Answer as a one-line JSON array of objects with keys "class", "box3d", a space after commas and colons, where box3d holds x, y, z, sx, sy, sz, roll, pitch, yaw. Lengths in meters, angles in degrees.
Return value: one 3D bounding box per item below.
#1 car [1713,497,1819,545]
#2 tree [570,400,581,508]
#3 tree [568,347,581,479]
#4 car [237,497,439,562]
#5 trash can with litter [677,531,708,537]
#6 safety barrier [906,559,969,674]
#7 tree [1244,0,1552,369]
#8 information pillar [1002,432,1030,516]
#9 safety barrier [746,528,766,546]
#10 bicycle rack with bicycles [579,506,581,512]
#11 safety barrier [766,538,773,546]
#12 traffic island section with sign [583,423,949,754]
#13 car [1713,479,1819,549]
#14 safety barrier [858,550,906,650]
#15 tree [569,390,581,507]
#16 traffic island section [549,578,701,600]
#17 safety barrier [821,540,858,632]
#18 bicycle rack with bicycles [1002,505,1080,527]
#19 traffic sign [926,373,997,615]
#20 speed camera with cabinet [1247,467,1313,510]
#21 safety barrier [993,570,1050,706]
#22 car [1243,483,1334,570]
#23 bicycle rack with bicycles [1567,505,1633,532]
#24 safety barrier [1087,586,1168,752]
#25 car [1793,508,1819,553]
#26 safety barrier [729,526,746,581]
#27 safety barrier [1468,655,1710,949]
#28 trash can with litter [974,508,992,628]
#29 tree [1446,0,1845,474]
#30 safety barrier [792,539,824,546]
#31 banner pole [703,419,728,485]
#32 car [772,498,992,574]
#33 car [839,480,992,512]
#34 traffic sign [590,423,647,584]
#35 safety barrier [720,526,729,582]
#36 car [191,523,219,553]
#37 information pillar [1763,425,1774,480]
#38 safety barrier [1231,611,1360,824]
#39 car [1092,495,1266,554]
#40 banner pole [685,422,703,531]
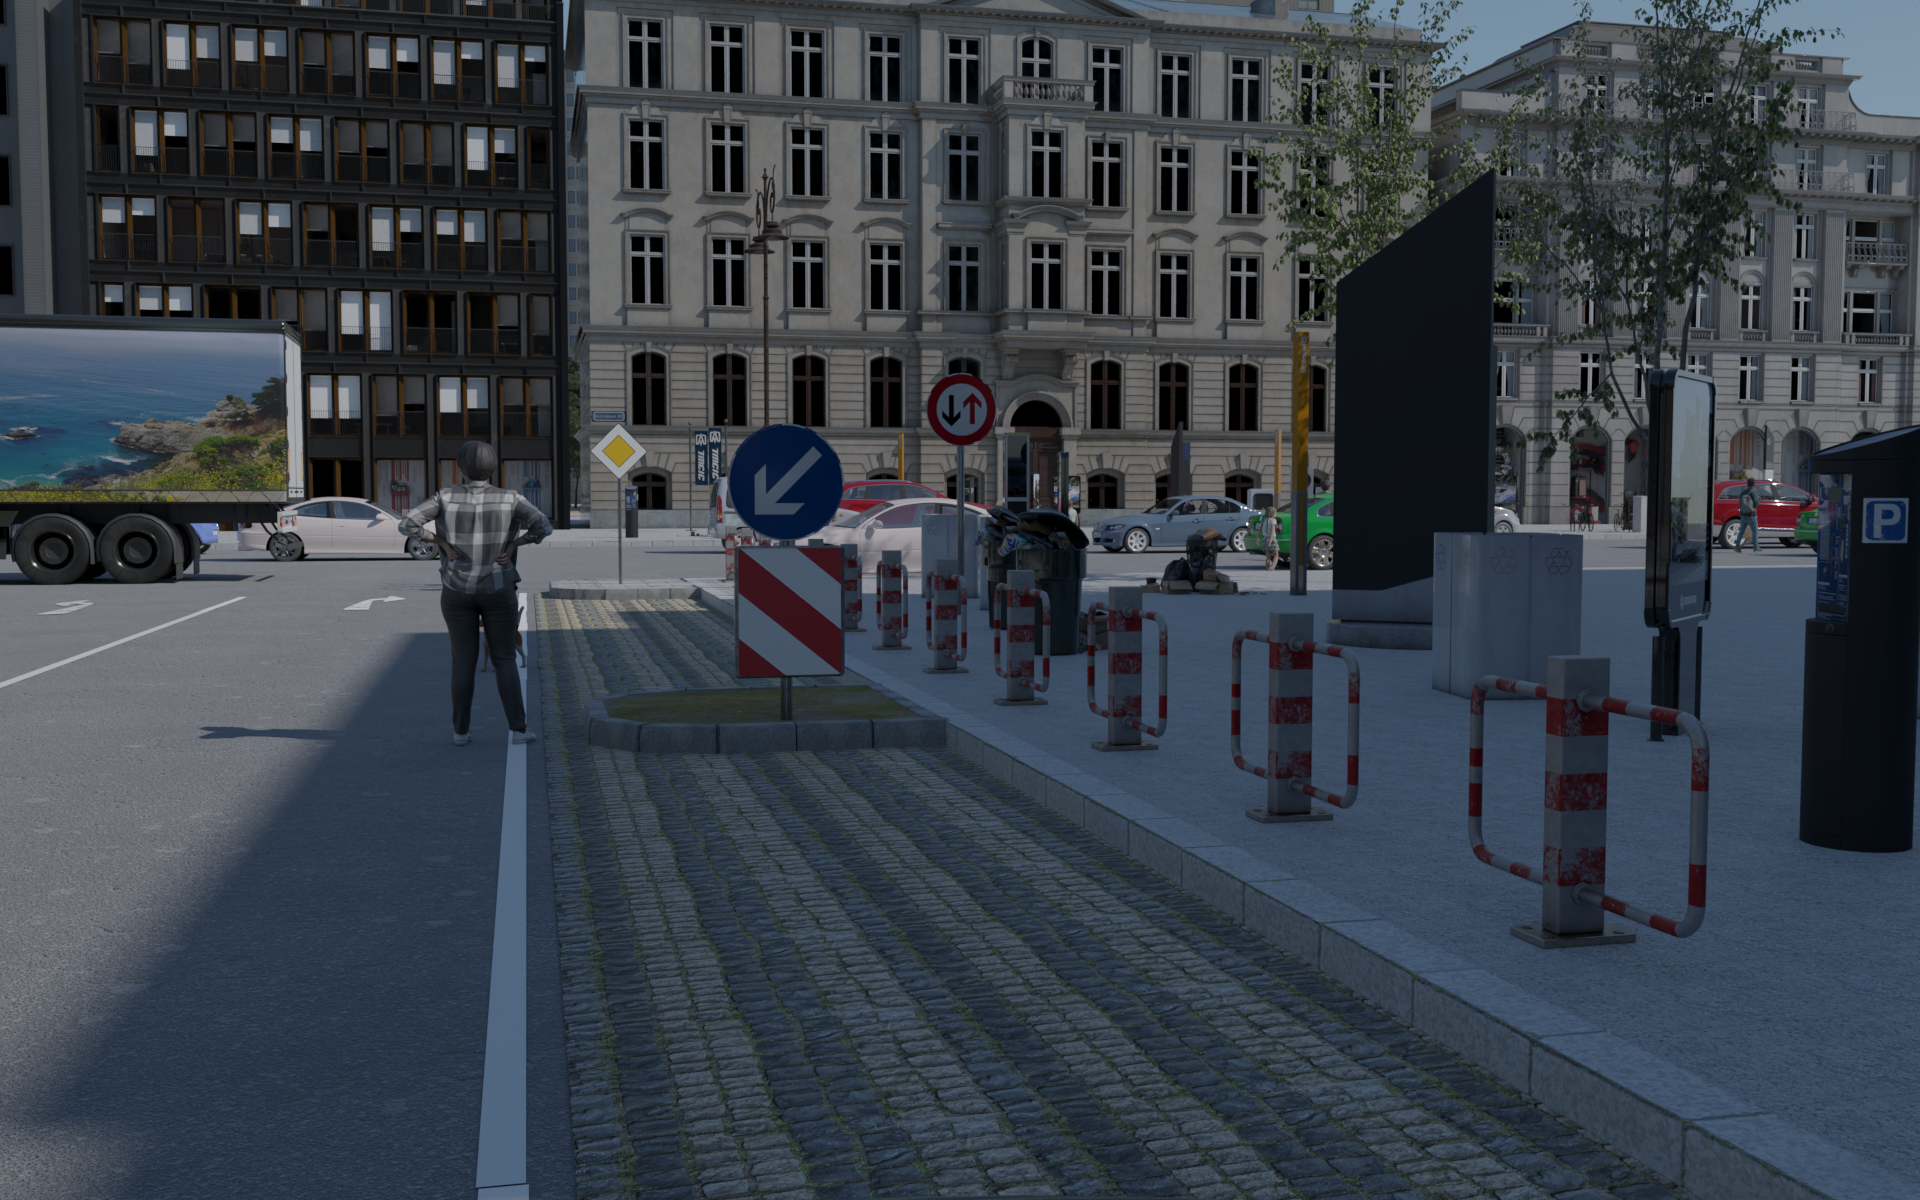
[{"class": "car", "box3d": [23.420, -2.341, 50.080, 4.920, 1.459, 2.131, -1, 4, -13]}, {"class": "tree", "box3d": [-34.810, -13.651, 157.605, 7.601, 10.594, 8.767, 2, 4, 28]}, {"class": "tree", "box3d": [-26.548, -12.276, 122.767, 6.751, 12.117, 7.091, 0, 3, 0]}, {"class": "car", "box3d": [-13.160, -1.552, 37.735, 4.827, 1.381, 2.083, -1, 4, -13]}, {"class": "trash can with litter", "box3d": [-7.478, -2.535, 52.507, 2.233, 1.210, 1.678, 1, 4, 17]}, {"class": "safety barrier", "box3d": [-0.102, 0.112, 12.438, 0.300, 0.817, 1.120, -1, 4, -14]}, {"class": "tree", "box3d": [6.064, -4.556, 24.857, 4.737, 8.622, 4.395, 0, 3, 0]}, {"class": "information pillar", "box3d": [0.672, -0.998, 20.813, 0.304, 2.012, 0.304, 0, 4, -4]}, {"class": "safety barrier", "box3d": [-2.439, -0.458, 21.758, 0.300, 0.817, 1.120, -1, 4, -14]}, {"class": "bicycle rack with bicycles", "box3d": [-22.808, -5.902, 109.878, 2.925, 0.926, 2.852, -1, 4, -18]}, {"class": "safety barrier", "box3d": [-1.969, -0.343, 19.889, 0.300, 0.817, 1.120, -1, 4, -14]}, {"class": "traffic island section with sign", "box3d": [-1.259, -0.112, 10.467, 1.989, 1.847, 2.006, -1, 4, -14]}, {"class": "car", "box3d": [21.336, -2.289, 46.098, 5.304, 1.827, 2.281, -1, 4, -13]}, {"class": "safety barrier", "box3d": [-0.564, -0.001, 14.299, 0.300, 0.817, 1.120, -1, 4, -14]}, {"class": "tree", "box3d": [-38.861, -16.226, 172.717, 7.806, 13.903, 7.818, 0, 3, 0]}, {"class": "traffic island section", "box3d": [-4.815, -0.147, 24.677, 2.009, 0.180, 2.903, -1, 4, -14]}, {"class": "safety barrier", "box3d": [-1.035, -0.115, 16.163, 0.300, 0.817, 1.120, -1, 4, -14]}, {"class": "bicycle rack with bicycles", "box3d": [2.630, -2.619, 56.208, 2.852, 0.926, 2.925, -2, 4, -29]}, {"class": "traffic sign", "box3d": [0.008, -1.114, 18.326, 0.768, 2.556, 0.104, -1, 4, -14]}, {"class": "speed camera with cabinet", "box3d": [10.341, -3.767, 55.930, 2.038, 3.252, 0.660, 0, 4, 4]}, {"class": "safety barrier", "box3d": [0.370, 0.227, 10.568, 0.300, 0.817, 1.120, -1, 4, -14]}, {"class": "car", "box3d": [7.901, -1.525, 33.725, 4.718, 1.807, 1.959, -1, 4, -16]}, {"class": "bicycle rack with bicycles", "box3d": [22.038, -2.832, 59.681, 2.852, 0.926, 2.925, 2, 4, 26]}, {"class": "safety barrier", "box3d": [0.830, 0.341, 8.707, 0.300, 0.817, 1.120, -1, 4, -14]}, {"class": "car", "box3d": [21.856, -1.928, 40.321, 4.718, 1.807, 1.959, -1, 4, -13]}, {"class": "safety barrier", "box3d": [-2.902, -0.571, 23.618, 0.300, 0.817, 1.120, -1, 4, -14]}, {"class": "safety barrier", "box3d": [1.767, 0.569, 4.972, 0.300, 0.817, 1.120, -1, 4, -14]}, {"class": "trash can with litter", "box3d": [0.705, -0.319, 16.602, 1.055, 1.170, 0.624, -1, 4, -22]}, {"class": "tree", "box3d": [8.037, -4.259, 20.001, 4.360, 8.622, 3.978, 0, 3, 0]}, {"class": "safety barrier", "box3d": [-1.499, -0.229, 18.023, 0.300, 0.817, 1.120, -1, 4, -14]}, {"class": "banner pole", "box3d": [-8.015, -4.147, 57.813, 0.863, 3.779, 0.401, -2, 4, -30]}, {"class": "car", "box3d": [-0.945, -1.001, 28.730, 4.827, 1.381, 2.083, -1, 4, -13]}, {"class": "car", "box3d": [-1.540, -2.353, 47.146, 5.304, 1.827, 2.281, -1, 4, -16]}, {"class": "traffic sign", "box3d": [-4.836, -1.281, 24.594, 0.795, 2.450, 0.064, -1, 4, -14]}, {"class": "safety barrier", "box3d": [-3.369, -0.686, 25.485, 0.300, 0.817, 1.120, -1, 4, -14]}, {"class": "car", "box3d": [-19.484, -1.908, 40.784, 3.694, 1.707, 1.945, -1, 4, -13]}, {"class": "information pillar", "box3d": [27.489, -4.133, 58.926, 0.504, 3.616, 0.183, -2, 4, -35]}, {"class": "safety barrier", "box3d": [1.303, 0.455, 6.832, 0.300, 0.817, 1.120, -1, 4, -14]}, {"class": "car", "box3d": [5.461, -1.875, 42.663, 4.499, 1.417, 2.014, -1, 4, -15]}, {"class": "banner pole", "box3d": [-9.139, -4.291, 60.179, 0.863, 3.779, 0.401, -1, 4, -23]}]
